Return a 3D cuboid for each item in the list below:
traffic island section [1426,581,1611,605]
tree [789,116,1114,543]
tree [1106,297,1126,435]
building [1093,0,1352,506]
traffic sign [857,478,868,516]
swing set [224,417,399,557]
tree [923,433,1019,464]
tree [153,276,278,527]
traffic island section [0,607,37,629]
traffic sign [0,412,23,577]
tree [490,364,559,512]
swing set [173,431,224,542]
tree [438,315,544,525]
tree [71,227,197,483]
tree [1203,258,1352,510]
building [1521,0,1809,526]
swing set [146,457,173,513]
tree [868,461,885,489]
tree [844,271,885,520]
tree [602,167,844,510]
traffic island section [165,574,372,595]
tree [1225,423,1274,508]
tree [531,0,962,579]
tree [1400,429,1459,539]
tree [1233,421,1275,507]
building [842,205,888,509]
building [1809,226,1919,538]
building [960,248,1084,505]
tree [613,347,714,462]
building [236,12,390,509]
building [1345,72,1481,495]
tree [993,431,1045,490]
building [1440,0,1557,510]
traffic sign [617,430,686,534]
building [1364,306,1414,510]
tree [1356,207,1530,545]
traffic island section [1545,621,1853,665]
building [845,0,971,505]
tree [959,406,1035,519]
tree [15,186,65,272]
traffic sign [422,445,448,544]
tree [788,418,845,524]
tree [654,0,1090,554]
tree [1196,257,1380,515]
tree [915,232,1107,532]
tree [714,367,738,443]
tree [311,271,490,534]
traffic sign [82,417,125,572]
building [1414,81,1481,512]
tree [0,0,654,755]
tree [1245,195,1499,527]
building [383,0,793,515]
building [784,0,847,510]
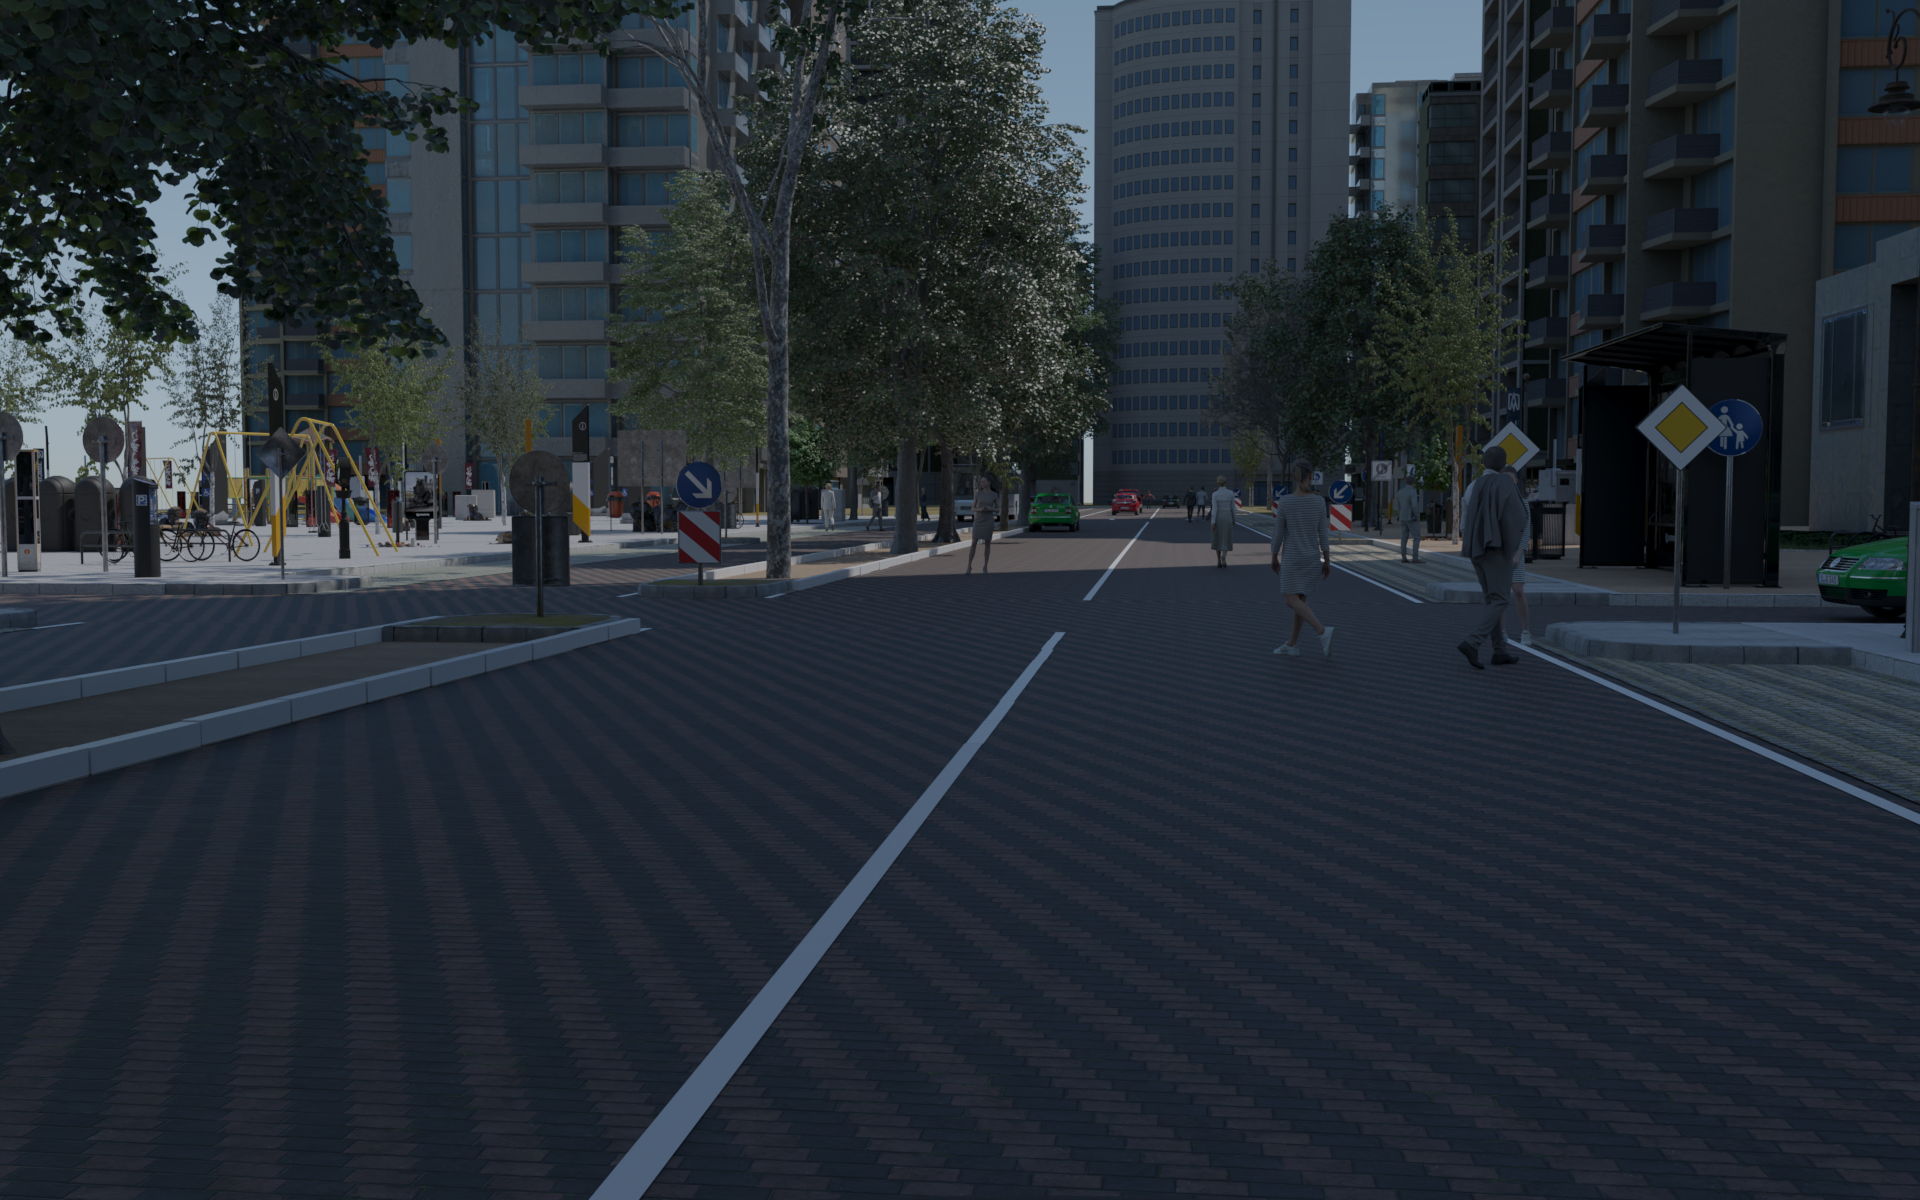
[{"bbox_3d":[7.566,-0.097,23.868,2.009,0.180,2.903,0,4,7],"label":"traffic island section"},{"bbox_3d":[-0.374,-8.032,50.781,9.611,12.733,9.660,0,3,0],"label":"tree"},{"bbox_3d":[2.810,-10.206,75.973,9.857,13.997,8.962,0,3,0],"label":"tree"},{"bbox_3d":[29.767,-40.318,201.190,28.212,58.520,21.231,0,4,7],"label":"building"},{"bbox_3d":[-5.699,-6.164,100.782,0.884,2.594,0.081,1,4,9],"label":"traffic sign"},{"bbox_3d":[-13.600,-2.387,36.642,2.862,2.851,3.119,-1,4,-10],"label":"swing set"},{"bbox_3d":[1.920,-14.218,142.839,12.009,13.543,11.850,0,3,0],"label":"tree"},{"bbox_3d":[-25.524,-6.648,59.061,4.360,8.622,3.978,0,3,0],"label":"tree"},{"bbox_3d":[-11.157,0.256,18.095,2.009,0.180,2.903,0,4,7],"label":"traffic island section"},{"bbox_3d":[-14.809,-1.631,26.776,0.768,2.556,0.104,1,4,14],"label":"traffic sign"},{"bbox_3d":[-24.785,-9.003,97.565,4.737,8.622,4.395,0,3,0],"label":"tree"},{"bbox_3d":[-17.862,-2.872,44.582,2.862,2.851,3.119,2,4,30],"label":"swing set"},{"bbox_3d":[-18.722,-7.335,70.294,4.360,8.622,3.978,0,3,0],"label":"tree"},{"bbox_3d":[-22.720,-5.876,46.441,4.737,8.622,4.395,0,3,0],"label":"tree"},{"bbox_3d":[25.453,-17.197,137.055,12.611,20.169,13.585,0,3,0],"label":"tree"},{"bbox_3d":[39.114,-26.053,80.585,22.147,44.769,28.867,0,4,7],"label":"building"},{"bbox_3d":[-34.462,-4.706,74.567,3.119,2.851,2.862,3,5,43],"label":"swing set"},{"bbox_3d":[-4.281,-8.966,96.958,4.360,8.622,3.978,0,3,0],"label":"tree"},{"bbox_3d":[-5.309,-10.258,85.840,7.486,12.596,7.792,0,3,0],"label":"tree"},{"bbox_3d":[-8.889,-8.750,61.188,7.486,12.596,7.792,0,3,0],"label":"tree"},{"bbox_3d":[-10.194,-0.229,26.022,2.009,0.180,2.903,0,4,7],"label":"traffic island section"},{"bbox_3d":[26.723,-12.789,159.462,4.737,8.622,4.395,0,3,0],"label":"tree"},{"bbox_3d":[-4.175,-10.482,29.731,12.611,20.169,13.585,0,3,0],"label":"tree"},{"bbox_3d":[13.887,-3.409,50.344,1.663,3.219,1.824,0,3,0],"label":"tree"},{"bbox_3d":[28.266,-13.275,167.403,4.360,8.622,3.978,0,3,0],"label":"tree"},{"bbox_3d":[-14.145,-23.772,160.376,14.107,30.474,14.160,0,4,7],"label":"building"},{"bbox_3d":[38.529,-44.380,38.292,31.000,86.520,22.319,0,4,7],"label":"building"},{"bbox_3d":[7.345,-26.351,202.532,14.107,30.474,14.160,0,4,7],"label":"building"},{"bbox_3d":[-15.120,-8.211,84.612,4.360,8.622,3.978,0,3,0],"label":"tree"},{"bbox_3d":[-50.193,-30.904,159.902,28.867,44.769,22.147,0,4,7],"label":"building"},{"bbox_3d":[59.084,-35.472,199.572,30.456,49.044,23.786,0,4,7],"label":"building"},{"bbox_3d":[3.161,-7.983,83.341,4.360,8.622,3.978,0,3,0],"label":"tree"},{"bbox_3d":[41.831,-40.792,105.200,20.563,71.187,20.611,0,4,7],"label":"building"},{"bbox_3d":[-9.833,-3.754,55.251,2.265,3.308,0.079,1,4,9],"label":"traffic sign"},{"bbox_3d":[49.709,-18.386,145.652,27.650,21.520,28.899,0,4,7],"label":"building"},{"bbox_3d":[12.390,-5.703,43.602,4.737,8.622,4.395,0,3,0],"label":"tree"},{"bbox_3d":[6.604,0.388,15.941,2.009,0.180,2.903,0,4,7],"label":"traffic island section"},{"bbox_3d":[-10.008,-46.921,205.404,20.611,71.187,20.563,0,4,7],"label":"building"},{"bbox_3d":[0.565,-6.470,58.603,4.737,8.622,4.395,0,3,0],"label":"tree"},{"bbox_3d":[-19.416,-5.048,32.904,4.360,8.622,3.978,0,3,0],"label":"tree"},{"bbox_3d":[-13.551,-2.727,44.690,0.768,2.556,0.104,1,4,17],"label":"traffic sign"},{"bbox_3d":[-6.607,-5.555,74.540,4.285,4.588,4.351,0,3,0],"label":"tree"},{"bbox_3d":[-1.321,-8.065,40.970,9.857,13.997,8.962,0,3,0],"label":"tree"},{"bbox_3d":[18.154,-10.912,88.774,12.009,13.543,11.850,0,3,0],"label":"tree"},{"bbox_3d":[1.783,-8.417,65.836,9.928,11.665,9.643,0,3,0],"label":"tree"},{"bbox_3d":[-13.964,-8.830,94.726,4.360,8.622,3.978,0,3,0],"label":"tree"},{"bbox_3d":[-18.316,-6.395,54.923,4.737,8.622,4.395,0,3,0],"label":"tree"},{"bbox_3d":[-14.098,-1.737,28.508,0.768,2.556,0.104,1,4,10],"label":"traffic sign"},{"bbox_3d":[39.638,-21.557,124.162,14.160,30.474,14.107,0,4,7],"label":"building"},{"bbox_3d":[-5.546,-6.110,9.010,9.857,13.997,8.962,0,3,0],"label":"tree"},{"bbox_3d":[15.942,-9.177,67.060,9.611,12.733,9.660,0,3,0],"label":"tree"},{"bbox_3d":[-24.188,-30.505,118.366,23.786,49.044,30.456,0,4,7],"label":"building"},{"bbox_3d":[-17.301,-29.968,140.095,14.600,45.320,14.200,0,4,7],"label":"building"}]
